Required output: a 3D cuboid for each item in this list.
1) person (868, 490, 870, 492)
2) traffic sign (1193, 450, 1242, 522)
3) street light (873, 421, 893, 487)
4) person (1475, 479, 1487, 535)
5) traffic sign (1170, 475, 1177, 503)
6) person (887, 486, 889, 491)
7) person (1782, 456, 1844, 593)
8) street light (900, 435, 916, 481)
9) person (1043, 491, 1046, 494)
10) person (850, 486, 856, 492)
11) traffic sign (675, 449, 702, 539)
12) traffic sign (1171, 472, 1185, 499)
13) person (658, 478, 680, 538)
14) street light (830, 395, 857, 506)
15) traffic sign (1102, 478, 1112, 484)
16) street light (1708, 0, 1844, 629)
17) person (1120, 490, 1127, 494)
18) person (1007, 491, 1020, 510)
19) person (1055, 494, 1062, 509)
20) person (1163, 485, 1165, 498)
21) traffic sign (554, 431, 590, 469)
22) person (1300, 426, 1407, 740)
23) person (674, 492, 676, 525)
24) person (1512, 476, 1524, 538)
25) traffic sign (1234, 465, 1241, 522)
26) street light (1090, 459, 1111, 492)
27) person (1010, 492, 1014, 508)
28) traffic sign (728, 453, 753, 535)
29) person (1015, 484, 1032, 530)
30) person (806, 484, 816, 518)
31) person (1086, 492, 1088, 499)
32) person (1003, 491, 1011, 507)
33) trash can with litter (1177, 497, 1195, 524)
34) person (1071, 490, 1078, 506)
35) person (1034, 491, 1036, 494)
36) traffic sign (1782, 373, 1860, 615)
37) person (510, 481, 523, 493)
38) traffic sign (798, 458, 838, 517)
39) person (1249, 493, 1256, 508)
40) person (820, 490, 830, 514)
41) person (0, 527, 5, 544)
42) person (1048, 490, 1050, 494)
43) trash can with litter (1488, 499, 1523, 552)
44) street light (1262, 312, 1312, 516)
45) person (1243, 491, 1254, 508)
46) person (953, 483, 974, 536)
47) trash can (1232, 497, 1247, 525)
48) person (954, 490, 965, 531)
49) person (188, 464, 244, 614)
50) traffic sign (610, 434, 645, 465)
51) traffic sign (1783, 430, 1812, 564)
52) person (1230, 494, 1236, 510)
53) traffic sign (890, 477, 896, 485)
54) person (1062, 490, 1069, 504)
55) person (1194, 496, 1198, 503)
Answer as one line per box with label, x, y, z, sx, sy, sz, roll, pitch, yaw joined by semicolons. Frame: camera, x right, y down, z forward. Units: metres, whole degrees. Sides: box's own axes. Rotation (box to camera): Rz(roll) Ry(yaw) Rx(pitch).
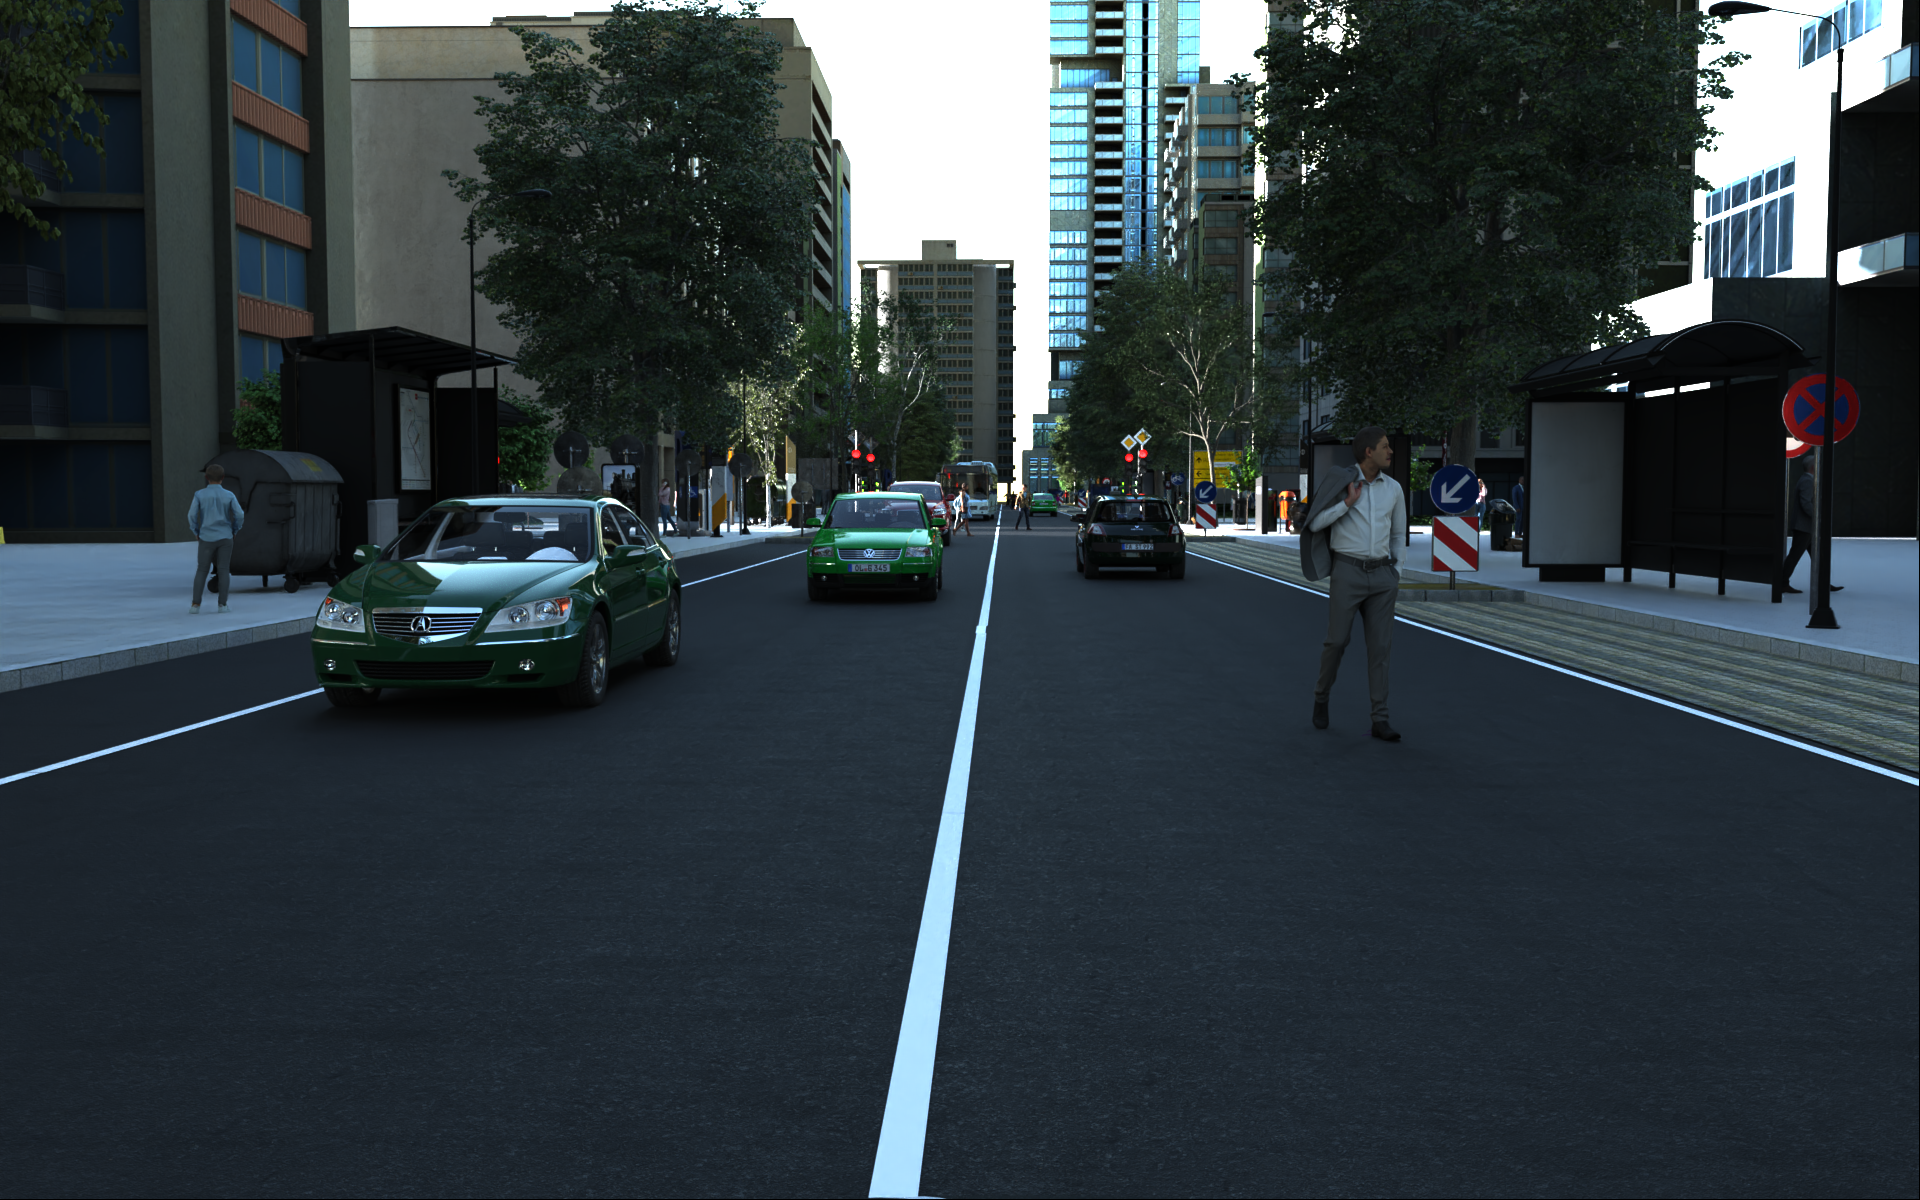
person;-6.399;-7.197;123.889;0.592;1.802;0.473;0;4;-2
traffic sign;11.991;-5.308;80.662;2.265;3.308;0.079;0;4;6
street light;-4.946;-8.378;109.527;1.470;5.913;1.316;0;4;1
person;16.144;-2.897;53.996;0.593;1.750;0.643;2;4;27
traffic sign;13.029;-6.369;104.242;0.768;2.556;0.104;0;4;5
person;-3.573;-4.904;88.558;0.818;1.842;0.514;-2;4;-29
person;11.022;-0.974;22.368;0.834;1.777;0.661;1;4;14
street light;-4.195;-10.084;137.409;1.470;5.913;1.316;0;4;1
person;10.288;-12.554;213.624;0.709;1.838;0.599;3;5;43
person;-6.476;-5.994;104.315;0.678;1.792;0.850;0;4;6
traffic sign;-7.702;-2.998;49.130;0.768;2.556;0.104;0;4;2
traffic sign;12.282;-5.965;97.640;0.768;2.556;0.104;0;4;6
person;-8.586;-2.710;50.937;0.643;1.750;0.593;0;4;-6
street light;-5.543;-6.673;81.641;1.470;5.913;1.316;0;4;1
traffic sign;11.425;-8.234;134.738;0.768;2.556;0.104;1;4;10
street light;7.747;-2.687;16.471;1.470;5.913;1.316;0;4;1
person;10.697;-6.555;113.403;0.419;1.800;0.721;3;5;45
person;4.885;-9.104;158.062;1.217;1.735;0.721;0;4;6
person;9.048;-9.105;160.582;0.991;1.433;0.599;1;4;20
person;11.807;-5.820;101.480;0.850;1.792;0.678;-1;4;-16
traffic sign;-7.865;-2.137;35.046;0.768;2.556;0.104;1;4;11
person;2.348;-0.106;10.332;0.679;1.850;0.850;-1;4;-15
person;-11.171;-3.844;68.901;0.388;1.821;0.555;1;4;14
person;16.317;-2.703;50.421;0.721;1.800;0.419;-3;4;-39
traffic sign;11.816;-4.482;73.391;0.768;2.556;0.104;0;4;5
street light;10.591;-9.534;128.422;1.470;5.913;1.316;0;4;1
person;5.268;-9.953;172.158;0.541;1.710;0.530;3;5;41
traffic sign;-6.822;-3.285;53.821;0.768;2.556;0.104;0;4;6
person;2.526;-3.735;69.478;0.836;1.842;0.656;3;5;44
person;-6.720;-4.291;78.012;0.648;1.900;0.474;2;4;24
person;16.674;-13.407;225.342;1.348;1.812;0.705;3;5;39
person;5.481;-11.565;197.677;1.348;1.812;0.705;0;4;4
trash can with litter;9.756;-3.809;73.660;1.055;1.170;0.624;2;4;29
person;12.837;-11.329;191.997;1.217;1.736;0.721;1;4;20
person;7.805;-10.377;178.884;1.217;1.735;0.721;3;4;37
traffic sign;9.058;-1.113;18.303;0.768;2.556;0.104;1;4;10
person;-15.096;-3.227;58.907;0.850;1.850;0.679;3;5;41
traffic sign;-8.011;-6.364;97.919;2.265;3.308;0.079;0;4;4
person;19.597;-6.723;116.150;0.419;1.800;0.721;-3;5;-42
person;-8.492;-6.297;109.124;0.709;1.813;0.853;1;4;11
person;-16.780;-1.431;29.652;0.699;1.804;1.509;-2;4;-31
person;8.664;-9.874;169.936;0.705;1.824;1.348;-3;5;-41
trash can with litter;12.378;-1.688;38.979;0.624;1.170;1.055;-1;4;-20
street light;8.414;-4.392;44.355;1.470;5.913;1.316;0;4;1
person;18.191;-6.287;109.326;0.782;1.767;0.515;2;4;24
person;0.109;-3.053;58.507;0.778;1.811;0.616;1;4;17
trash can;11.673;-3.701;72.164;0.748;1.137;0.748;0;3;0
person;0.044;-3.435;66.471;0.589;1.601;0.330;1;4;23
person;-8.040;-0.664;18.711;0.589;1.601;0.330;-1;4;-16
traffic sign;-7.096;-2.252;36.922;0.768;2.556;0.104;1;4;9
traffic sign;11.691;-1.494;24.532;0.768;2.556;0.104;0;4;7
person;14.749;-5.108;93.837;0.394;1.301;0.425;1;4;17
traffic sign;-5.061;-8.177;133.697;0.884;2.594;0.081;0;4;5
person;13.468;-13.072;219.702;0.705;1.831;1.348;3;5;41
person;16.811;-6.962;122.463;0.523;1.515;0.503;0;4;8
